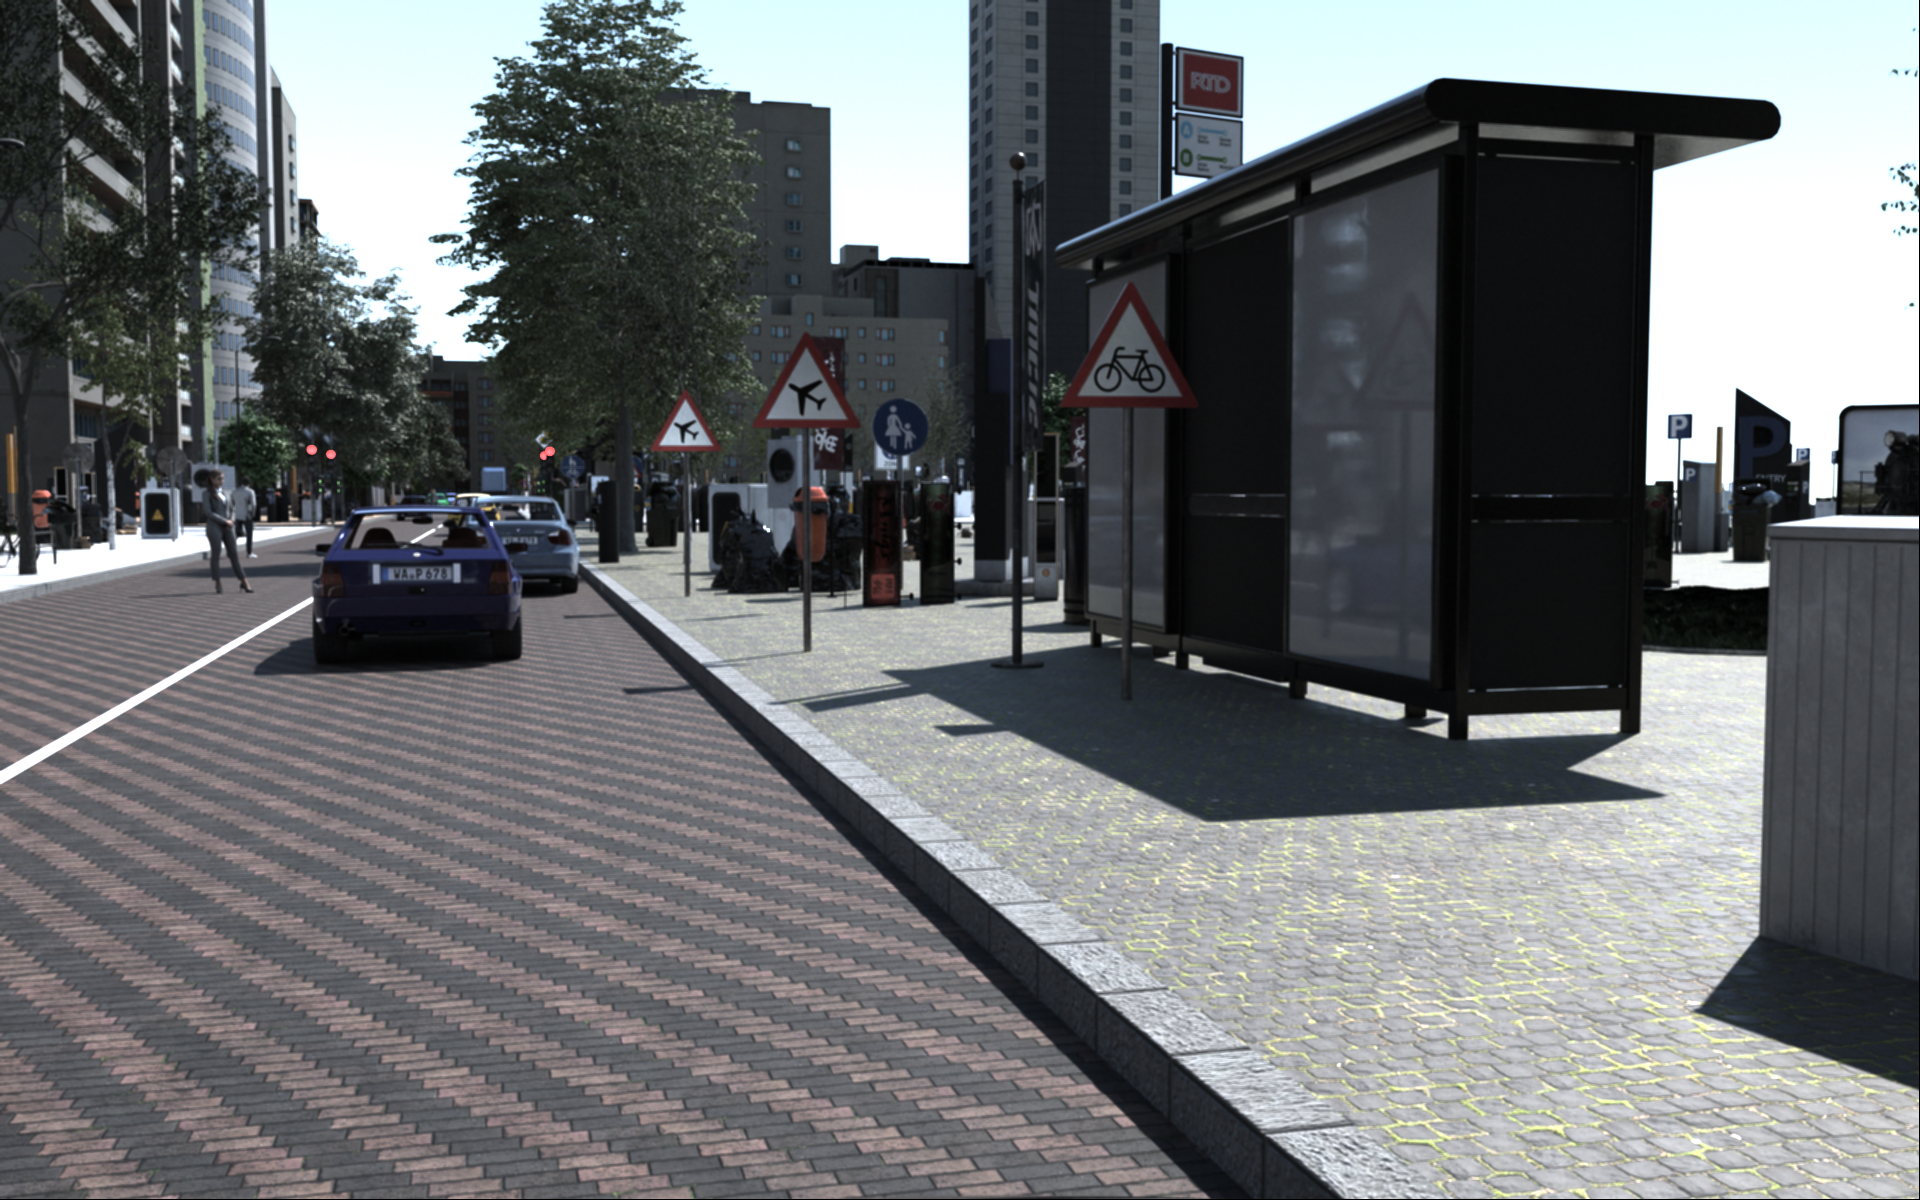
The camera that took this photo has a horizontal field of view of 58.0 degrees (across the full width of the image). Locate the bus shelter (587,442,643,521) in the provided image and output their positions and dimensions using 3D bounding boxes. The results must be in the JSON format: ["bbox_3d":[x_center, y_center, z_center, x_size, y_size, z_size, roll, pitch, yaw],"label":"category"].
[{"bbox_3d":[-13.300,-4.486,67.271,2.014,3.302,5.546,-1,4,-15],"label":"bus shelter"}]

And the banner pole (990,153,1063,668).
[{"bbox_3d":[0.485,-1.381,12.591,0.401,3.779,0.863,-1,4,-15],"label":"banner pole"}]

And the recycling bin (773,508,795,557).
[{"bbox_3d":[-3.362,-1.215,32.424,0.722,1.027,0.722,-3,4,-38],"label":"recycling bin"}]

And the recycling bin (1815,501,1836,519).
[{"bbox_3d":[31.036,-3.024,61.994,0.722,1.027,0.722,2,4,32],"label":"recycling bin"}]

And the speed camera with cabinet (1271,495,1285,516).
[{"bbox_3d":[19.220,-6.477,100.236,0.660,3.252,2.038,-3,5,-44],"label":"speed camera with cabinet"}]

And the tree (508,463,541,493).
[{"bbox_3d":[-39.062,-10.569,156.510,4.285,4.588,4.351,0,3,0],"label":"tree"}]

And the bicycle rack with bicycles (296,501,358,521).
[{"bbox_3d":[-31.808,-4.486,86.735,2.925,0.926,2.852,0,4,2],"label":"bicycle rack with bicycles"}]

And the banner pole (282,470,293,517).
[{"bbox_3d":[-37.508,-6.522,96.650,0.401,3.779,0.863,2,4,24],"label":"banner pole"}]

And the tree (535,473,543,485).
[{"bbox_3d":[-30.815,-8.283,130.023,1.663,3.219,1.824,0,3,0],"label":"tree"}]

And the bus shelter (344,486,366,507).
[{"bbox_3d":[-41.759,-7.864,119.866,1.731,3.624,6.357,-1,4,-15],"label":"bus shelter"}]

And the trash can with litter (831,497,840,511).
[{"bbox_3d":[-4.905,-2.585,53.321,1.678,1.210,2.233,2,4,26],"label":"trash can with litter"}]

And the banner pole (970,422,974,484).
[{"bbox_3d":[0.729,-2.940,38.083,0.401,3.779,0.863,3,5,44],"label":"banner pole"}]

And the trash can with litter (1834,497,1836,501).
[{"bbox_3d":[42.268,-4.458,83.940,1.678,1.210,2.233,-3,5,-39],"label":"trash can with litter"}]

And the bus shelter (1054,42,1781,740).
[{"bbox_3d":[2.239,-2.175,13.191,2.179,5.291,8.768,-1,4,-15],"label":"bus shelter"}]

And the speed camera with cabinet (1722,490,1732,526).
[{"bbox_3d":[30.058,-4.480,67.583,2.038,3.252,0.660,3,5,44],"label":"speed camera with cabinet"}]

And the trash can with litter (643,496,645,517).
[{"bbox_3d":[-17.781,-5.151,95.605,0.624,1.170,1.055,2,4,29],"label":"trash can with litter"}]

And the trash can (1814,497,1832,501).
[{"bbox_3d":[36.659,-3.785,73.535,0.748,1.137,0.748,0,3,0],"label":"trash can"}]

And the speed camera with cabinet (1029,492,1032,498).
[{"bbox_3d":[4.737,-8.867,139.316,2.038,3.252,0.660,-1,4,-12],"label":"speed camera with cabinet"}]

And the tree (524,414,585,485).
[{"bbox_3d":[-28.400,-10.393,120.289,4.737,8.622,4.395,0,3,0],"label":"tree"}]

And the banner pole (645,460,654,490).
[{"bbox_3d":[-20.859,-7.721,116.258,0.863,3.779,0.401,1,4,20],"label":"banner pole"}]

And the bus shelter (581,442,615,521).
[{"bbox_3d":[-16.445,-5.456,80.494,1.731,3.624,6.357,-1,4,-15],"label":"bus shelter"}]

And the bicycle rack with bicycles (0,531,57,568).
[{"bbox_3d":[-17.339,-1.043,30.430,2.852,0.926,2.925,-1,4,-10],"label":"bicycle rack with bicycles"}]

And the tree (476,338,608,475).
[{"bbox_3d":[-24.757,-10.899,103.948,9.928,11.665,9.643,0,3,0],"label":"tree"}]

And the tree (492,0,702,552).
[{"bbox_3d":[-7.767,-7.333,38.015,7.486,12.596,7.792,0,3,0],"label":"tree"}]

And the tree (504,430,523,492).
[{"bbox_3d":[-34.895,-11.736,142.251,4.360,8.622,3.978,0,3,0],"label":"tree"}]

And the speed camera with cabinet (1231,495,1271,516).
[{"bbox_3d":[17.053,-6.532,101.129,2.038,3.252,0.660,0,4,-7],"label":"speed camera with cabinet"}]

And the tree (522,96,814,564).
[{"bbox_3d":[-5.219,-4.966,31.557,4.360,8.622,3.978,0,3,0],"label":"tree"}]

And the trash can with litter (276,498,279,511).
[{"bbox_3d":[-32.368,-4.338,82.316,0.624,1.170,1.055,-3,5,-40],"label":"trash can with litter"}]

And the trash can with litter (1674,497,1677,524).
[{"bbox_3d":[23.964,-2.919,59.107,1.055,1.170,0.624,3,4,37],"label":"trash can with litter"}]

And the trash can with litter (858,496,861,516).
[{"bbox_3d":[-4.065,-4.256,80.648,2.233,1.210,1.678,-1,4,-20],"label":"trash can with litter"}]

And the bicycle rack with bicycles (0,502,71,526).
[{"bbox_3d":[-40.605,-3.847,76.287,2.852,0.926,2.925,-3,5,-43],"label":"bicycle rack with bicycles"}]

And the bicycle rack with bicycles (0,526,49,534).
[{"bbox_3d":[-33.678,-2.886,60.576,2.852,0.926,2.925,-2,4,-32],"label":"bicycle rack with bicycles"}]

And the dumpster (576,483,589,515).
[{"bbox_3d":[-19.163,-5.109,89.295,1.264,1.857,1.865,-1,4,-15],"label":"dumpster"}]

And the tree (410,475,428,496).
[{"bbox_3d":[-59.501,-11.935,189.742,1.663,3.219,1.824,0,3,0],"label":"tree"}]

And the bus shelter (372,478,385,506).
[{"bbox_3d":[-45.413,-8.615,134.774,2.014,3.302,5.546,-1,4,-15],"label":"bus shelter"}]

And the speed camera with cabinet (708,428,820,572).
[{"bbox_3d":[-3.199,-2.065,28.095,2.038,3.252,0.660,3,4,38],"label":"speed camera with cabinet"}]

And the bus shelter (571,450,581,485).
[{"bbox_3d":[-20.187,-6.319,94.592,1.731,3.624,6.357,-1,4,-15],"label":"bus shelter"}]

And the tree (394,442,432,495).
[{"bbox_3d":[-51.386,-12.829,160.114,4.737,8.622,4.395,0,3,0],"label":"tree"}]

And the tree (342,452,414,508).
[{"bbox_3d":[-34.023,-6.986,97.941,4.285,4.588,4.351,0,3,0],"label":"tree"}]

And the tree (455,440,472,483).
[{"bbox_3d":[-63.418,-17.761,207.399,9.611,12.733,9.660,0,3,0],"label":"tree"}]

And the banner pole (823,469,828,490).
[{"bbox_3d":[-6.975,-6.108,89.884,0.401,3.779,0.863,1,4,18],"label":"banner pole"}]

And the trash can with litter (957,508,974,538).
[{"bbox_3d":[0.463,-2.435,51.207,1.055,1.170,0.624,-1,4,-9],"label":"trash can with litter"}]

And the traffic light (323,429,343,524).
[{"bbox_3d":[-26.994,-5.235,74.509,0.839,4.253,0.868,-1,4,-15],"label":"traffic light"}]

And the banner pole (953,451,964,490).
[{"bbox_3d":[-0.089,-6.813,101.410,0.863,3.779,0.401,0,4,-3],"label":"banner pole"}]

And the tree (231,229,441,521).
[{"bbox_3d":[-29.952,-10.793,83.113,9.857,13.997,8.962,0,3,0],"label":"tree"}]

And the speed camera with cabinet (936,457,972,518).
[{"bbox_3d":[-0.396,-6.049,93.235,2.038,3.252,0.660,-2,4,-29],"label":"speed camera with cabinet"}]

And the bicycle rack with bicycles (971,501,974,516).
[{"bbox_3d":[1.610,-5.193,98.288,2.925,0.926,2.852,3,5,39],"label":"bicycle rack with bicycles"}]

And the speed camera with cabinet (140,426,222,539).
[{"bbox_3d":[-22.639,-3.418,50.216,2.038,3.252,0.660,-1,4,-18],"label":"speed camera with cabinet"}]

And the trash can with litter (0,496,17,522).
[{"bbox_3d":[-43.862,-4.180,79.403,2.233,1.210,1.678,1,4,10],"label":"trash can with litter"}]

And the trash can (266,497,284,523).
[{"bbox_3d":[-30.727,-4.041,77.732,0.748,1.137,0.748,0,3,0],"label":"trash can"}]

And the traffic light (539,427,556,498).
[{"bbox_3d":[-16.373,-4.903,69.090,0.839,4.253,0.868,-1,4,-15],"label":"traffic light"}]

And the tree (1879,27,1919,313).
[{"bbox_3d":[13.963,-4.408,22.431,4.360,8.622,3.978,0,3,0],"label":"tree"}]

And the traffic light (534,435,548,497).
[{"bbox_3d":[-18.437,-5.375,76.805,0.839,4.253,0.868,-1,4,-15],"label":"traffic light"}]

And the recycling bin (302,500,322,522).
[{"bbox_3d":[-29.636,-4.076,79.195,0.722,1.027,0.722,0,4,-7],"label":"recycling bin"}]

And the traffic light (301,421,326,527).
[{"bbox_3d":[-24.931,-4.763,66.794,0.839,4.253,0.868,-1,4,-15],"label":"traffic light"}]

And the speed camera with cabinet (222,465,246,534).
[{"bbox_3d":[-22.678,-3.641,53.863,0.660,3.252,2.038,-3,5,-41],"label":"speed camera with cabinet"}]

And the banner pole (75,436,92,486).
[{"bbox_3d":[-37.651,-5.160,74.382,0.863,3.779,0.401,-3,5,-44],"label":"banner pole"}]

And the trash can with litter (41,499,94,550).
[{"bbox_3d":[-20.624,-1.753,40.042,0.624,1.170,1.055,1,4,15],"label":"trash can with litter"}]
